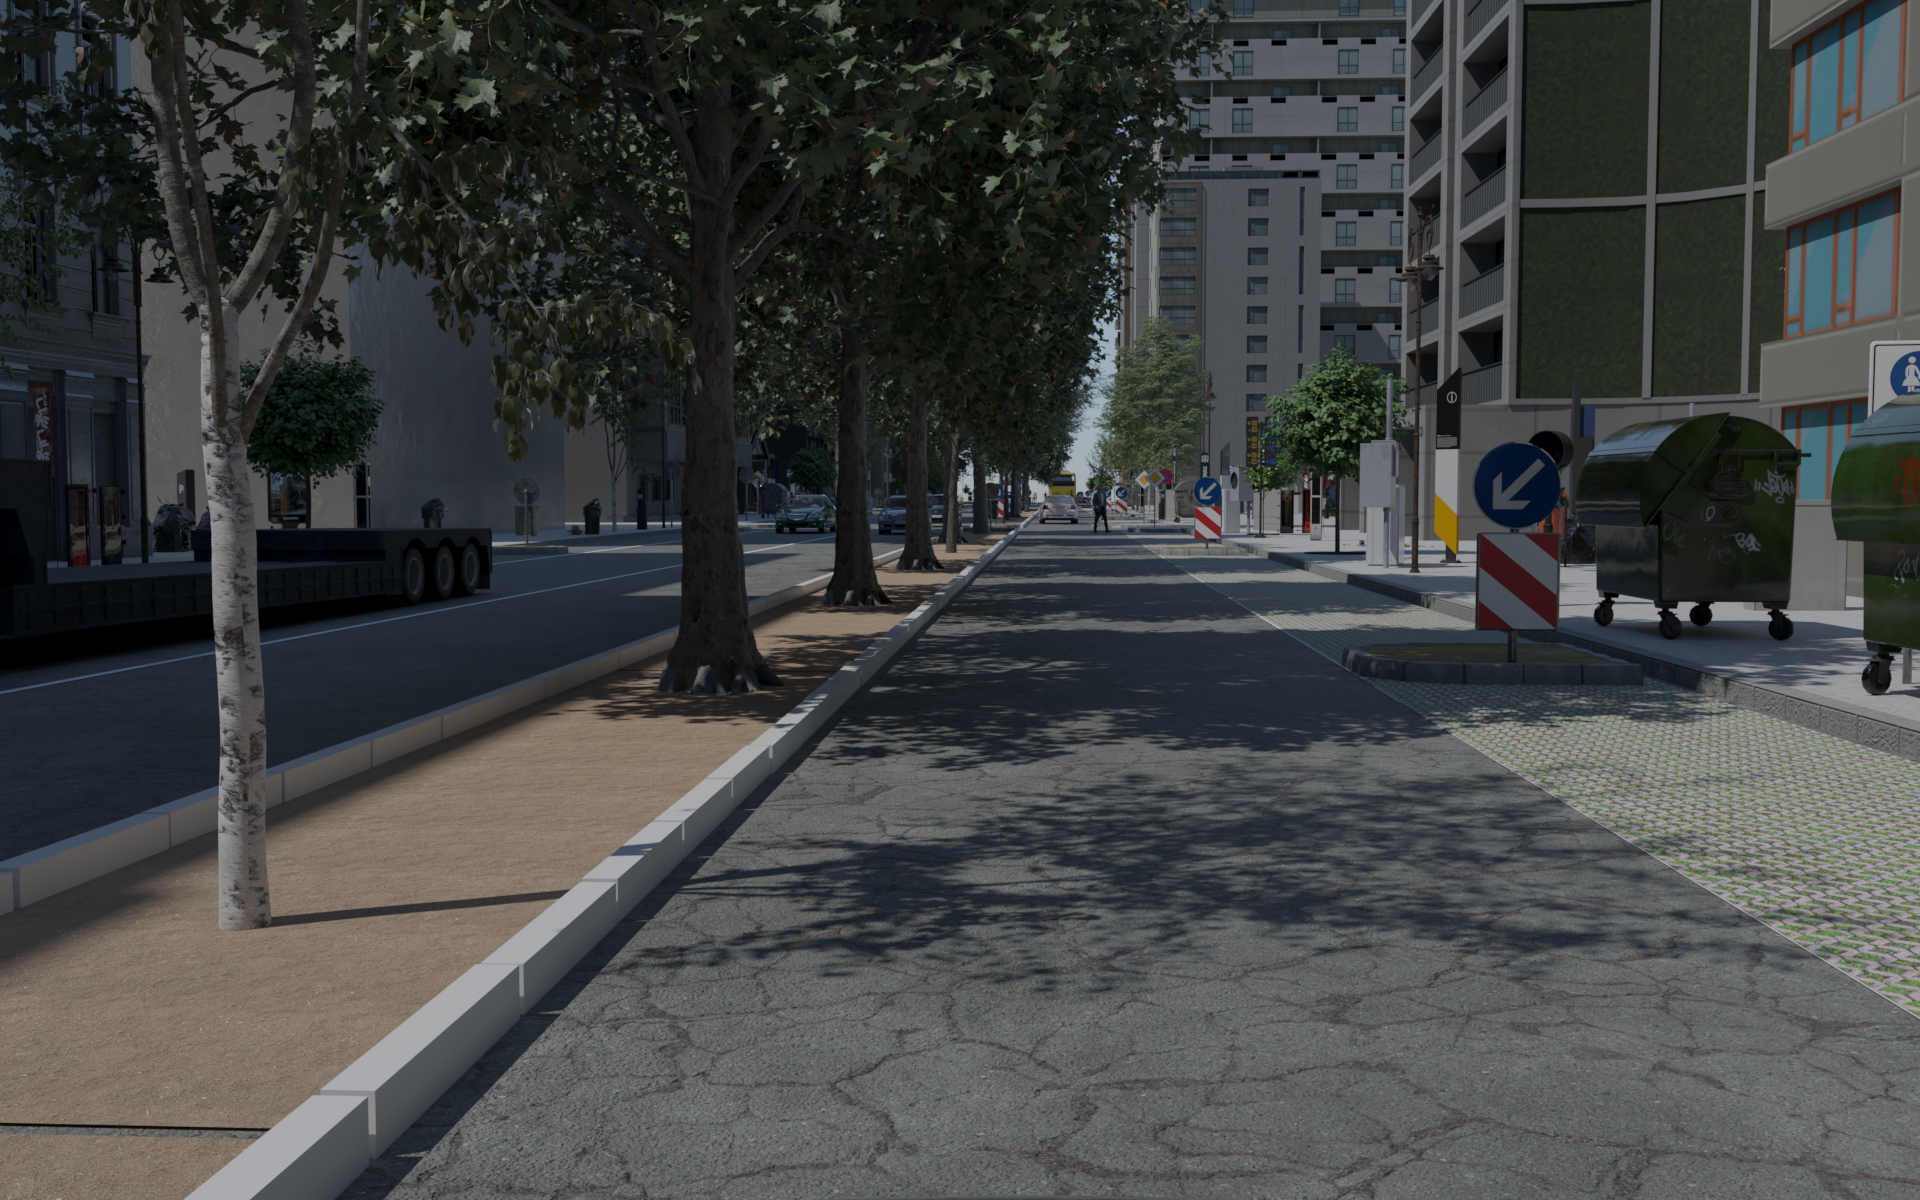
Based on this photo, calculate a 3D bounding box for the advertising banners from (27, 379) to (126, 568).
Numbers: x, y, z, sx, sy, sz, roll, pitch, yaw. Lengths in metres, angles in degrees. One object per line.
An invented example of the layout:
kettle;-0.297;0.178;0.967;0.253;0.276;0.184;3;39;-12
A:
advertising banners;-13.999;-1.914;27.489;0.090;3.025;2.074;1;4;12

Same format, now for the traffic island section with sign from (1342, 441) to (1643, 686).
traffic island section with sign;4.147;-0.321;13.875;1.989;1.847;2.006;0;4;3

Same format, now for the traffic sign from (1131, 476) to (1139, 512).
traffic sign;12.387;-7.420;121.416;0.768;2.556;0.104;1;4;9

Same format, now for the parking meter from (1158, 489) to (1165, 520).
parking meter;10.207;-4.830;87.384;0.372;1.533;0.369;0;3;0

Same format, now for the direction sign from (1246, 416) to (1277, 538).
direction sign;8.796;-3.585;50.619;0.876;3.537;0.379;0;4;7

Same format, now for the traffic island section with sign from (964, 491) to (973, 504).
traffic island section with sign;1.555;-15.124;255.903;1.989;1.847;2.006;0;4;3

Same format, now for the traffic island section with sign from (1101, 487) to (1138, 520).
traffic island section with sign;8.692;-5.261;94.640;1.989;1.847;2.006;0;4;3

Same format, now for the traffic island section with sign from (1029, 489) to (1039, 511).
traffic island section with sign;5.790;-8.581;148.441;2.006;1.907;1.989;0;4;3

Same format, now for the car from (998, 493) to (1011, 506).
car;4.738;-10.459;180.593;1.945;1.707;3.694;0;4;5

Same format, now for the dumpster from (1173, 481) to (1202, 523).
dumpster;10.161;-4.354;76.954;1.264;1.857;1.865;0;4;3

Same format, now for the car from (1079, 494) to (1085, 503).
car;19.052;-16.164;274.503;2.015;1.641;3.980;0;4;2

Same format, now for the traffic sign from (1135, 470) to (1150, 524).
traffic sign;7.796;-4.262;73.333;0.795;2.450;0.064;0;4;3

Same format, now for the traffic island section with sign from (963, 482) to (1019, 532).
traffic island section with sign;1.138;-3.541;66.026;2.006;1.907;1.989;0;4;3

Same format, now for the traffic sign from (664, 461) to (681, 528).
traffic sign;-11.047;-4.048;66.283;0.768;2.556;0.104;1;4;9

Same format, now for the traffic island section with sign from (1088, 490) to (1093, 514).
traffic island section with sign;10.269;-6.966;122.522;1.989;1.847;2.006;0;4;3

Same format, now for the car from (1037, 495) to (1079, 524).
car;4.792;-4.411;84.487;2.083;1.381;4.827;0;4;2

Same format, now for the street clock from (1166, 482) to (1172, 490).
street clock;11.499;-5.563;95.518;0.358;2.002;0.471;-1;4;-11

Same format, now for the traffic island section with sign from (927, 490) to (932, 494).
traffic island section with sign;-3.116;-10.069;173.262;1.989;1.847;2.006;0;4;3

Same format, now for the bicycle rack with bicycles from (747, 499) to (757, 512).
bicycle rack with bicycles;-14.694;-6.632;121.813;2.925;0.926;2.852;2;4;31

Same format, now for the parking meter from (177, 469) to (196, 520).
parking meter;-18.409;-2.171;41.215;0.399;1.863;0.255;2;4;32

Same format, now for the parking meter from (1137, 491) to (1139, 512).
parking meter;13.120;-7.252;126.979;0.372;1.533;0.369;0;3;0

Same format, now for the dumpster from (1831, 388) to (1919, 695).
dumpster;6.300;-0.470;10.176;1.502;2.255;1.985;0;4;3

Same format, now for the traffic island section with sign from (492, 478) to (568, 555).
traffic island section with sign;-10.541;-2.021;41.673;1.989;1.847;2.006;0;4;3

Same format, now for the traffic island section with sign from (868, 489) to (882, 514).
traffic island section with sign;-5.886;-7.064;124.124;1.989;1.847;2.006;0;4;3

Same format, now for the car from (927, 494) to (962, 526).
car;-0.875;-4.056;76.097;2.009;1.686;4.222;0;4;5

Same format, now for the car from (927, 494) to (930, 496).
car;-3.367;-9.600;165.748;1.959;1.807;4.718;0;4;4

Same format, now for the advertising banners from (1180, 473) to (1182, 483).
advertising banners;15.963;-7.802;123.749;0.090;3.025;2.074;2;4;24

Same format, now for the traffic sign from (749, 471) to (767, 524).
traffic sign;-8.671;-4.320;74.279;0.795;2.450;0.064;0;4;3

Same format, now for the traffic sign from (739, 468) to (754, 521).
traffic sign;-10.275;-5.088;83.299;0.768;2.556;0.104;1;4;10

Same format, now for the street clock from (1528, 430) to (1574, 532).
street clock;6.726;-0.931;19.799;0.358;2.002;0.471;-3;5;-44

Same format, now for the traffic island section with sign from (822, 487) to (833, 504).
traffic island section with sign;-7.421;-5.402;96.944;1.989;1.847;2.006;0;4;3

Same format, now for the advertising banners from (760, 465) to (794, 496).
advertising banners;-11.046;-6.637;104.699;2.074;3.025;0.090;0;4;5

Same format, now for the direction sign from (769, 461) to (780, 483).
direction sign;-12.825;-7.791;119.378;0.876;3.537;0.379;0;4;8

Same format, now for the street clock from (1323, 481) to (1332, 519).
street clock;18.927;-5.185;89.344;0.471;2.002;0.358;-2;4;-26

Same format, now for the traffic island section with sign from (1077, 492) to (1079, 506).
traffic island section with sign;14.646;-11.719;200.238;1.989;1.847;2.006;0;4;3

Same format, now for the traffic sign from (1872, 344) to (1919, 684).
traffic sign;6.396;-0.581;11.629;0.606;2.300;0.079;1;4;10

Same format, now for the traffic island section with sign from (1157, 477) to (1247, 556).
traffic island section with sign;5.659;-1.967;40.788;1.989;1.847;2.006;0;4;3

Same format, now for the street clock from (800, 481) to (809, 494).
street clock;-8.865;-5.777;99.030;0.471;2.002;0.358;-1;4;-19

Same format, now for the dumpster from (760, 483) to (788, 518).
dumpster;-9.876;-5.274;91.986;1.264;1.857;1.865;0;4;3

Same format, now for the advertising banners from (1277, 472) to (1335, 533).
advertising banners;11.374;-3.688;56.487;2.074;3.025;0.090;0;4;-8

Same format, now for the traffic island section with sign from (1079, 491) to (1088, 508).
traffic island section with sign;13.138;-10.070;173.279;1.989;1.847;2.006;0;4;3

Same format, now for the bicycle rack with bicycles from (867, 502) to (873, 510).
bicycle rack with bicycles;-8.486;-7.556;136.923;2.925;0.926;2.852;0;4;5

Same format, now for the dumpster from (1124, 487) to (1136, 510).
dumpster;13.919;-8.399;143.082;1.264;1.857;1.865;0;4;3

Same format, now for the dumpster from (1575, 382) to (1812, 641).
dumpster;6.709;-0.823;15.952;1.502;2.255;1.985;0;4;3

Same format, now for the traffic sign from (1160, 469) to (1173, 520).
traffic sign;10.308;-5.312;86.949;0.768;2.556;0.104;1;4;10

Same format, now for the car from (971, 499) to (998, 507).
car;1.906;-7.444;131.498;2.009;1.686;4.222;0;4;4

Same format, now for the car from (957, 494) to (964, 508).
car;-0.530;-9.857;171.393;2.015;1.641;3.980;0;4;3

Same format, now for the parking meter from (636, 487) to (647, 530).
parking meter;-11.469;-3.304;62.439;0.372;1.533;0.369;0;3;0

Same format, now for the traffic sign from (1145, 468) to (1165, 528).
traffic sign;7.346;-3.775;65.360;0.795;2.450;0.064;0;4;3
